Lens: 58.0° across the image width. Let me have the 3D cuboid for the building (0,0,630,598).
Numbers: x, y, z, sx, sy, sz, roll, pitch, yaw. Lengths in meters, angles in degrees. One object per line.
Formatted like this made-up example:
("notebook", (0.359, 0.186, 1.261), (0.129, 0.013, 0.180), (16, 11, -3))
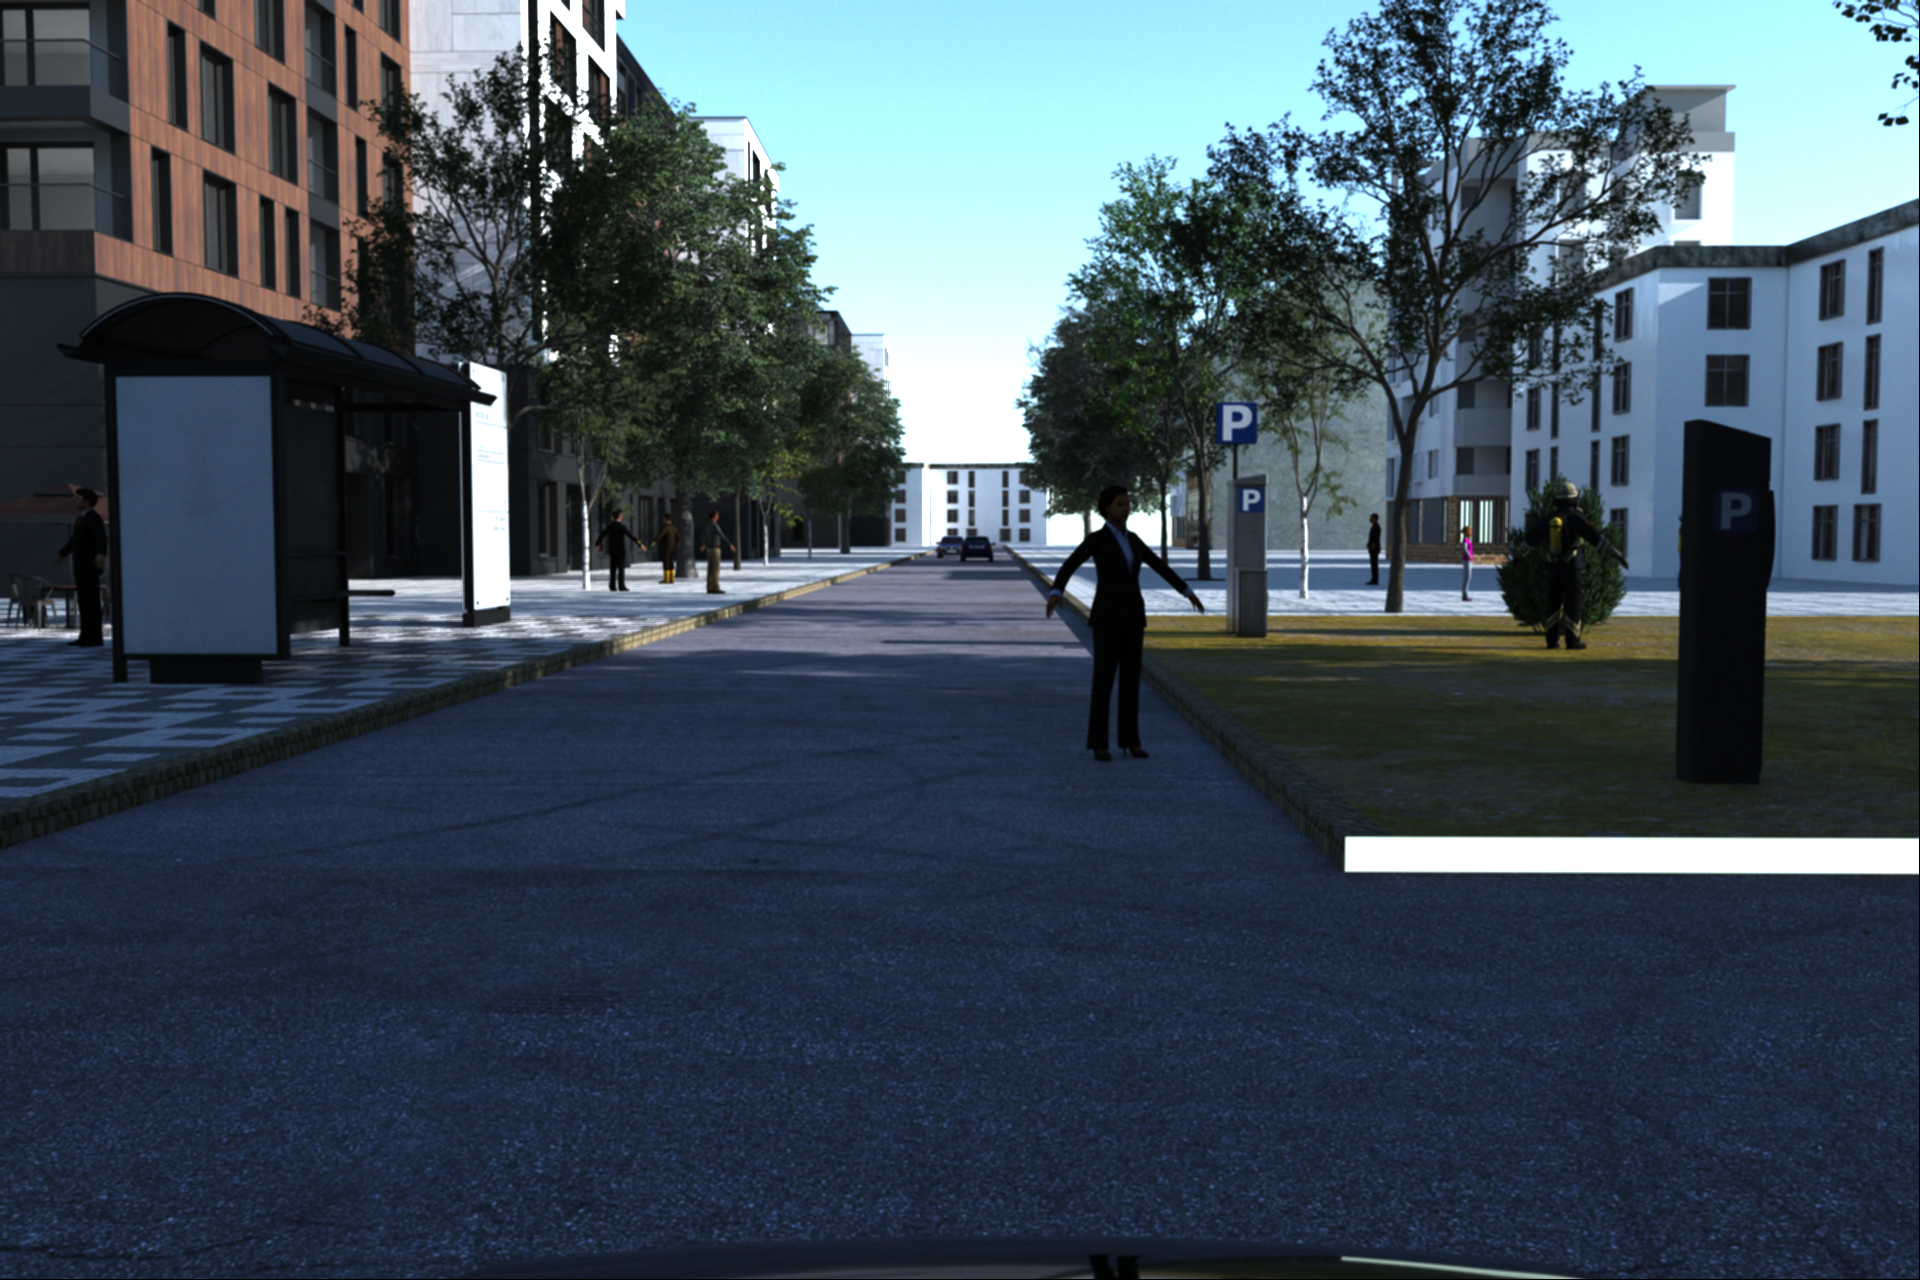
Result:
("building", (-27.065, -12.621, 50.321), (27.936, 21.610, 32.646), (0, 4, 2))

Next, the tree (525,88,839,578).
("tree", (-8.010, -8.785, 50.294), (9.857, 13.997, 8.962), (0, 3, 0))

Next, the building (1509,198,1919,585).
("building", (24.784, -6.636, 50.638), (9.099, 9.664, 28.070), (0, 4, 1))

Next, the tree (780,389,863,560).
("tree", (-7.731, -8.329, 86.537), (4.360, 8.622, 3.978), (0, 3, 0))

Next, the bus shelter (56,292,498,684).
("bus shelter", (-6.445, -1.429, 17.291), (2.014, 3.302, 5.546), (0, 4, 2))

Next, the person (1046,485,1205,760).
("person", (1.042, -0.111, 10.992), (1.216, 1.740, 0.721), (-2, 4, -31))

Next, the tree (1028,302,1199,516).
("tree", (8.283, -11.349, 92.211), (9.857, 13.997, 8.962), (0, 3, 0))

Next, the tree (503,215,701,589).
("tree", (-8.889, -5.482, 39.996), (4.360, 8.622, 3.978), (0, 3, 0))

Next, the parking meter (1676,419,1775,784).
("parking meter", (3.957, -0.198, 8.956), (0.399, 1.863, 0.255), (0, 4, 2))

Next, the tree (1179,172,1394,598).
("tree", (7.073, -5.152, 34.592), (4.360, 8.622, 3.978), (0, 3, 0))

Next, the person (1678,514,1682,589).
("person", (17.043, -2.085, 40.556), (0.721, 1.772, 1.216), (2, 4, 24))

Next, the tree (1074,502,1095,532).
("tree", (15.147, -15.409, 202.307), (4.360, 8.622, 3.978), (0, 3, 0))

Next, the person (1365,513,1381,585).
("person", (10.464, -2.302, 43.865), (0.704, 1.802, 1.346), (0, 4, 8))

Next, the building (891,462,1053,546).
("building", (-3.409, -15.848, 203.723), (28.070, 9.664, 9.099), (1, 4, 10))

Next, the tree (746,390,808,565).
("tree", (-7.948, -7.340, 70.370), (4.737, 8.622, 4.395), (0, 3, 0))

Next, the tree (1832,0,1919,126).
("tree", (19.947, -10.489, 27.389), (12.611, 20.169, 13.585), (0, 3, 0))

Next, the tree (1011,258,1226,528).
("tree", (7.300, -10.198, 77.113), (12.009, 13.543, 11.850), (0, 3, 0))

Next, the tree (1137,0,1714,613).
("tree", (7.034, -5.698, 27.571), (8.767, 10.594, 7.601), (0, 4, 2))

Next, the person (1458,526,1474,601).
("person", (9.796, -1.467, 33.249), (0.599, 1.433, 0.991), (1, 4, 19))

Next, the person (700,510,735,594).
("person", (-5.290, -1.901, 37.354), (0.705, 1.796, 1.348), (-3, 5, -39))

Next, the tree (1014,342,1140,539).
("tree", (8.042, -12.354, 108.649), (9.857, 13.997, 8.962), (0, 3, 0))

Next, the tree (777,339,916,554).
("tree", (-7.426, -12.602, 112.706), (9.857, 13.997, 8.962), (0, 3, 0))

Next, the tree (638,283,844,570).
("tree", (-7.700, -7.755, 61.213), (8.767, 10.594, 7.601), (2, 4, 26))

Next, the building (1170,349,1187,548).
("building", (26.272, -19.378, 173.257), (16.016, 20.090, 11.380), (0, 4, 1))

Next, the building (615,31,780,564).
("building", (-24.405, -14.628, 83.138), (27.936, 21.610, 32.646), (0, 4, 0))

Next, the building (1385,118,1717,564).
("building", (26.447, -14.001, 85.332), (16.016, 20.090, 11.380), (0, 4, 1))

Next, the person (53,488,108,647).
("person", (-9.993, -0.831, 19.780), (1.347, 1.806, 0.705), (3, 5, 43))

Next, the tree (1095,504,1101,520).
("tree", (16.936, -15.131, 197.750), (4.737, 8.622, 4.395), (0, 3, 0))

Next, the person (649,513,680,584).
("person", (-7.587, -2.366, 44.822), (0.704, 1.812, 1.346), (2, 4, 23))

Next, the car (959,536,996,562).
("car", (0.892, -4.753, 90.288), (1.945, 1.354, 3.894), (0, 4, 1))

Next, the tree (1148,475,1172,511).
("tree", (26.222, -17.707, 199.879), (12.009, 13.543, 11.850), (0, 3, 0))

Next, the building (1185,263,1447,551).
("building", (29.011, -19.099, 143.194), (19.493, 23.208, 18.063), (0, 4, 1))

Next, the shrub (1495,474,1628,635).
("shrub", (7.704, -1.110, 22.190), (1.661, 2.075, 1.752), (0, 3, 0))

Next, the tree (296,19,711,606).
("tree", (-7.930, -5.895, 30.803), (7.601, 10.594, 8.767), (-2, 4, -33))

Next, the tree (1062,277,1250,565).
("tree", (7.194, -7.873, 63.134), (7.601, 10.594, 8.767), (-1, 4, -23))

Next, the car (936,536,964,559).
("car", (-0.448, -5.507, 102.619), (1.945, 1.354, 3.894), (0, 4, 1))

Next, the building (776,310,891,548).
("building", (-21.589, -20.232, 174.776), (27.936, 21.610, 32.646), (0, 4, 0))

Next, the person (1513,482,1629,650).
("person", (6.776, -0.830, 19.357), (0.705, 1.856, 1.354), (-3, 5, -43))

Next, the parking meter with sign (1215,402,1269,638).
("parking meter with sign", (3.653, -1.586, 22.195), (0.543, 3.016, 1.738), (0, 4, 0))

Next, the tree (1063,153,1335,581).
("tree", (6.651, -7.454, 47.623), (9.928, 11.665, 9.643), (0, 3, 0))

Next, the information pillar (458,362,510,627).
("information pillar", (-6.714, -2.029, 24.492), (0.184, 3.620, 1.656), (0, 4, 2))

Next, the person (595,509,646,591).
("person", (-7.677, -2.016, 38.888), (1.347, 1.837, 0.705), (2, 4, 24))
